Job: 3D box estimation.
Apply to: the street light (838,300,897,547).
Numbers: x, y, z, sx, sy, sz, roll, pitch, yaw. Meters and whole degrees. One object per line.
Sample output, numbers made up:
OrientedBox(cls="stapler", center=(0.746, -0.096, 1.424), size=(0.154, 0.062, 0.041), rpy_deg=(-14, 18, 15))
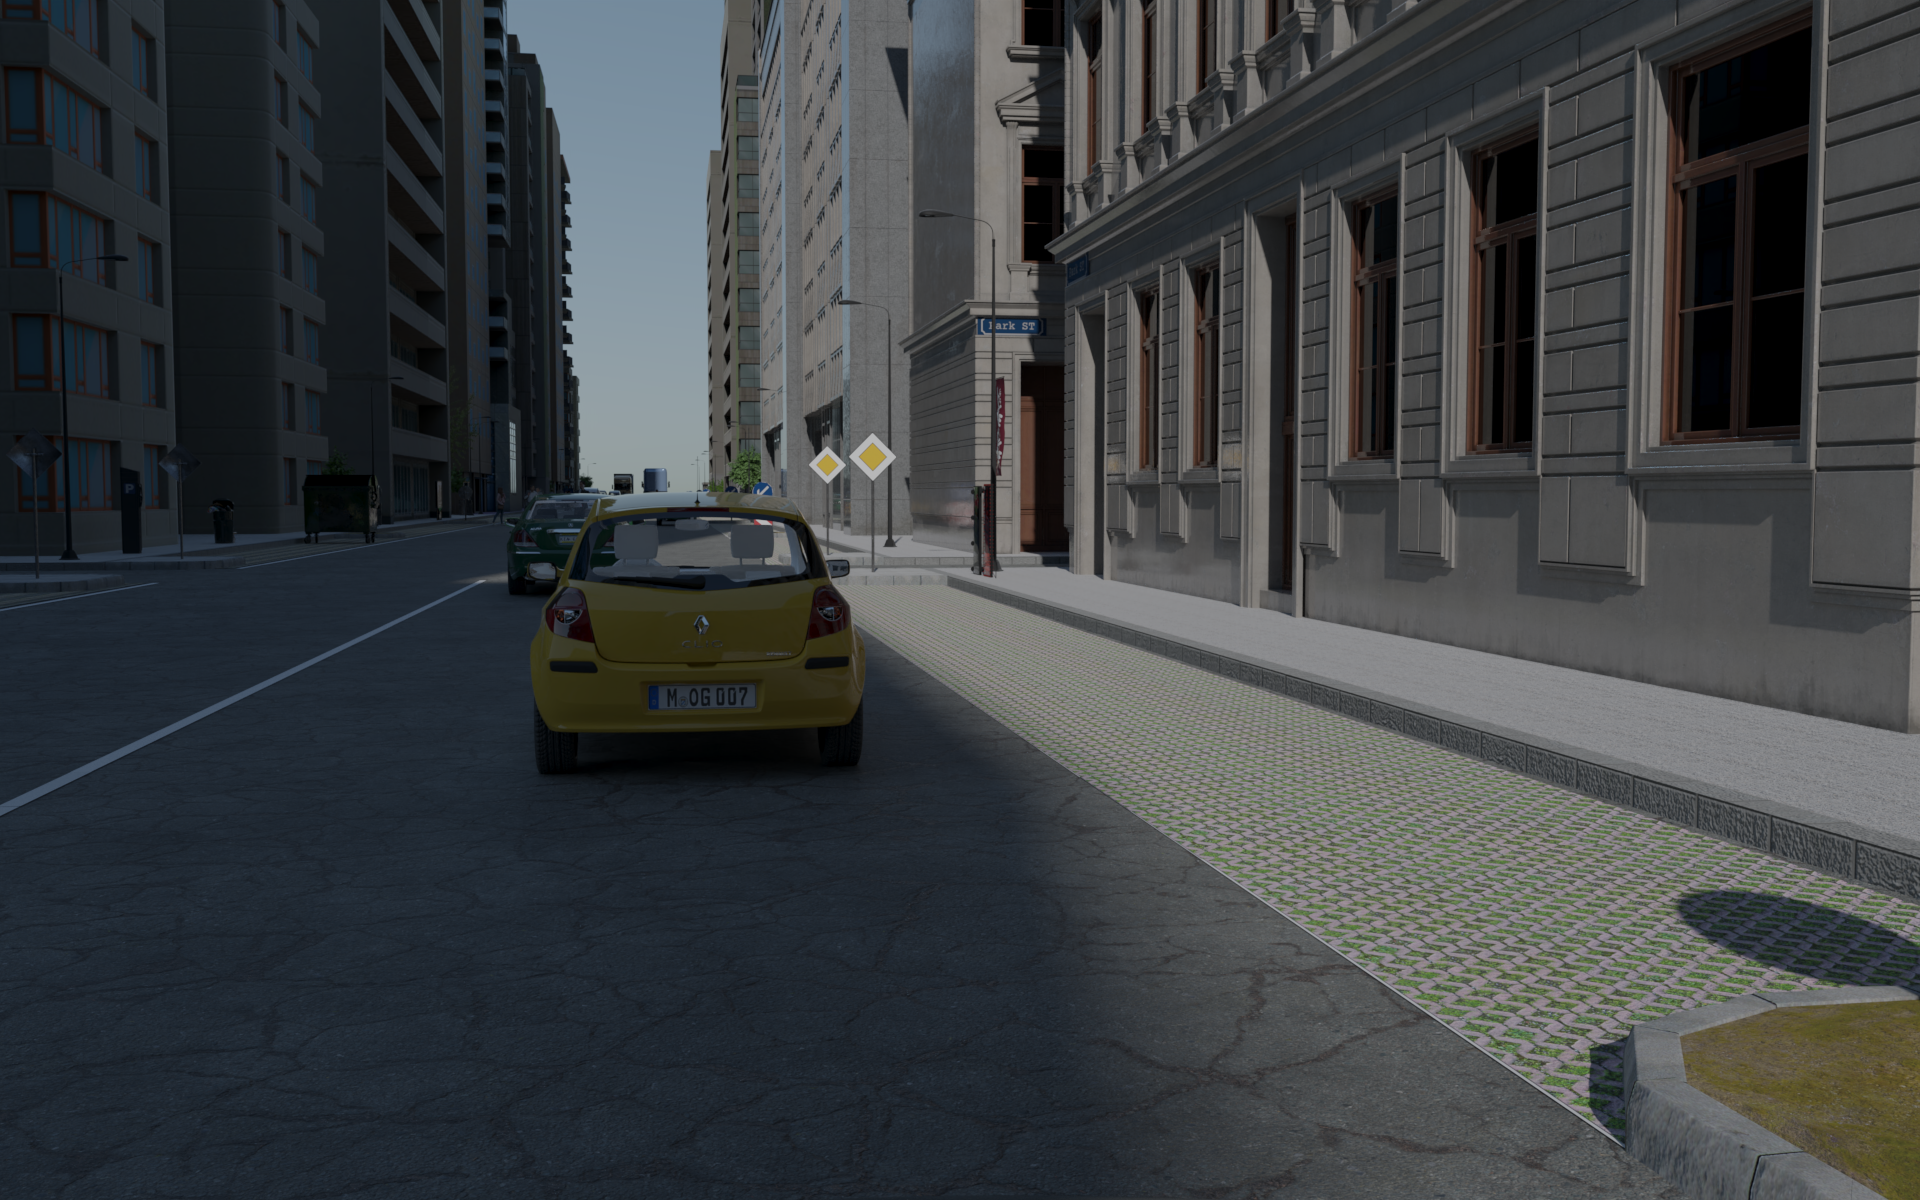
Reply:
OrientedBox(cls="street light", center=(-2.227, -4.225, 41.624), size=(1.470, 5.913, 1.316), rpy_deg=(-1, 4, -10))

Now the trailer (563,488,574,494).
OrientedBox(cls="trailer", center=(-37.528, -9.727, 166.084), size=(1.471, 1.999, 3.904), rpy_deg=(-1, 4, -10))

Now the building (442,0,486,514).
OrientedBox(cls="building", center=(-38.963, -28.366, 113.901), size=(14.600, 45.320, 14.200), rpy_deg=(-1, 4, -10))

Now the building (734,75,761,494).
OrientedBox(cls="building", center=(-9.112, -21.552, 124.084), size=(14.160, 30.474, 14.107), rpy_deg=(-1, 4, -10))

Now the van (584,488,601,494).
OrientedBox(cls="van", center=(-24.089, -6.448, 112.435), size=(2.013, 2.044, 4.112), rpy_deg=(-1, 4, -10))

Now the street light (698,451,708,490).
OrientedBox(cls="street light", center=(-28.829, -13.785, 197.926), size=(1.470, 5.913, 1.316), rpy_deg=(-1, 4, -10))

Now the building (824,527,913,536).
OrientedBox(cls="building", center=(0.894, -15.003, 63.329), size=(12.078, 24.808, 19.932), rpy_deg=(-1, 4, -10))

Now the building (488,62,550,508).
OrientedBox(cls="building", center=(-45.564, -29.069, 158.867), size=(14.154, 41.232, 14.086), rpy_deg=(-1, 4, -10))

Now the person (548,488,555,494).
OrientedBox(cls="person", center=(-26.747, -6.422, 113.581), size=(1.350, 1.814, 0.705), rpy_deg=(1, 4, 9))

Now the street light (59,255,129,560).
OrientedBox(cls="street light", center=(-16.819, -3.738, 33.654), size=(1.470, 5.913, 1.316), rpy_deg=(-1, 4, -10))

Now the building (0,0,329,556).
OrientedBox(cls="building", center=(-34.607, -12.361, 47.146), size=(27.650, 21.520, 28.899), rpy_deg=(-1, 4, -10))

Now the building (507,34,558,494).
OrientedBox(cls="building", center=(-48.545, -31.954, 172.556), size=(14.600, 45.320, 14.200), rpy_deg=(-1, 4, -10))

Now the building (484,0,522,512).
OrientedBox(cls="building", center=(-45.778, -50.272, 134.625), size=(22.319, 86.520, 31.000), rpy_deg=(-1, 4, -10))

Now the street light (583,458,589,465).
OrientedBox(cls="street light", center=(-49.589, -15.501, 225.974), size=(1.470, 5.913, 1.316), rpy_deg=(-1, 4, -10))

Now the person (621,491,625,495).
OrientedBox(cls="person", center=(-40.295, -12.174, 207.635), size=(1.350, 1.814, 0.705), rpy_deg=(-3, 5, -44))

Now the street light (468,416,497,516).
OrientedBox(cls="street light", center=(-28.591, -7.988, 103.139), size=(1.470, 5.913, 1.316), rpy_deg=(-1, 4, -10))

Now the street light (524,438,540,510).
OrientedBox(cls="street light", center=(-35.561, -10.483, 143.938), size=(1.470, 5.913, 1.316), rpy_deg=(-1, 4, -10))

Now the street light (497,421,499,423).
OrientedBox(cls="street light", center=(-29.817, -8.382, 109.581), size=(1.470, 5.913, 1.316), rpy_deg=(-1, 4, -10))

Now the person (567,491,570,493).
OrientedBox(cls="person", center=(-33.711, -8.589, 149.718), size=(1.217, 1.735, 0.721), rpy_deg=(3, 4, 36))

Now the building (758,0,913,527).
OrientedBox(cls="building", center=(-3.111, -16.257, 83.825), size=(12.078, 24.808, 19.932), rpy_deg=(-1, 4, -10))

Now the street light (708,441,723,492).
OrientedBox(cls="street light", center=(-20.960, -10.912, 150.945), size=(1.470, 5.913, 1.316), rpy_deg=(-1, 4, -10))

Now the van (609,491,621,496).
OrientedBox(cls="van", center=(-42.519, -12.599, 212.999), size=(2.013, 2.044, 4.112), rpy_deg=(-1, 4, -8))

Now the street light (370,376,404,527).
OrientedBox(cls="street light", center=(-22.639, -5.863, 68.407), size=(1.470, 5.913, 1.316), rpy_deg=(-1, 4, -10))

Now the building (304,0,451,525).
OrientedBox(cls="building", center=(-36.140, -27.891, 79.725), size=(21.300, 48.544, 21.600), rpy_deg=(-1, 4, -10))

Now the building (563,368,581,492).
OrientedBox(cls="building", center=(-68.504, -24.448, 244.756), size=(27.650, 21.520, 28.899), rpy_deg=(-1, 4, -10))

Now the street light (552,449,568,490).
OrientedBox(cls="street light", center=(-41.384, -12.574, 178.128), size=(1.470, 5.913, 1.316), rpy_deg=(-1, 4, -10))

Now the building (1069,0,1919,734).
OrientedBox(cls="building", center=(8.311, -11.181, 18.966), size=(11.583, 22.565, 21.152), rpy_deg=(-1, 4, -10))

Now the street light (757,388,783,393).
OrientedBox(cls="street light", center=(-8.182, -6.324, 75.946), size=(1.470, 5.913, 1.316), rpy_deg=(-1, 4, -10))

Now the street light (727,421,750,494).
OrientedBox(cls="street light", center=(-13.961, -8.416, 110.144), size=(1.470, 5.913, 1.316), rpy_deg=(-1, 4, -10))

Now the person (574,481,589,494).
OrientedBox(cls="person", center=(-13.546, -3.300, 61.813), size=(0.648, 1.900, 0.474), rpy_deg=(-1, 4, -18))

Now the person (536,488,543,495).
OrientedBox(cls="person", center=(-24.624, -5.659, 101.123), size=(0.635, 1.810, 0.391), rpy_deg=(2, 4, 24))

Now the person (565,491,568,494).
OrientedBox(cls="person", center=(-33.467, -8.441, 147.316), size=(0.445, 1.727, 0.742), rpy_deg=(0, 4, -3))

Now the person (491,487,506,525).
OrientedBox(cls="person", center=(-21.052, -4.280, 79.063), size=(0.643, 1.750, 0.593), rpy_deg=(0, 3, 0))

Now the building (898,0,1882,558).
OrientedBox(cls="building", center=(9.156, -12.634, 42.720), size=(21.152, 22.565, 11.583), rpy_deg=(-1, 4, -10))

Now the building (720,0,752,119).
OrientedBox(cls="building", center=(-11.209, -32.934, 162.170), size=(21.300, 48.544, 21.600), rpy_deg=(-1, 4, -10))

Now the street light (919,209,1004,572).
OrientedBox(cls="street light", center=(0.018, -3.424, 28.527), size=(1.470, 5.913, 1.316), rpy_deg=(-1, 4, -10))

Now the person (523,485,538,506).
OrientedBox(cls="person", center=(-18.911, -4.143, 76.334), size=(0.679, 1.850, 0.850), rpy_deg=(-1, 4, -11))

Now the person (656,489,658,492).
OrientedBox(cls="person", center=(-25.237, -8.311, 144.345), size=(1.348, 1.831, 0.705), rpy_deg=(-1, 4, -20))

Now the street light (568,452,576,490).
OrientedBox(cls="street light", center=(-43.520, -13.369, 191.116), size=(1.470, 5.913, 1.316), rpy_deg=(-1, 4, -10))
